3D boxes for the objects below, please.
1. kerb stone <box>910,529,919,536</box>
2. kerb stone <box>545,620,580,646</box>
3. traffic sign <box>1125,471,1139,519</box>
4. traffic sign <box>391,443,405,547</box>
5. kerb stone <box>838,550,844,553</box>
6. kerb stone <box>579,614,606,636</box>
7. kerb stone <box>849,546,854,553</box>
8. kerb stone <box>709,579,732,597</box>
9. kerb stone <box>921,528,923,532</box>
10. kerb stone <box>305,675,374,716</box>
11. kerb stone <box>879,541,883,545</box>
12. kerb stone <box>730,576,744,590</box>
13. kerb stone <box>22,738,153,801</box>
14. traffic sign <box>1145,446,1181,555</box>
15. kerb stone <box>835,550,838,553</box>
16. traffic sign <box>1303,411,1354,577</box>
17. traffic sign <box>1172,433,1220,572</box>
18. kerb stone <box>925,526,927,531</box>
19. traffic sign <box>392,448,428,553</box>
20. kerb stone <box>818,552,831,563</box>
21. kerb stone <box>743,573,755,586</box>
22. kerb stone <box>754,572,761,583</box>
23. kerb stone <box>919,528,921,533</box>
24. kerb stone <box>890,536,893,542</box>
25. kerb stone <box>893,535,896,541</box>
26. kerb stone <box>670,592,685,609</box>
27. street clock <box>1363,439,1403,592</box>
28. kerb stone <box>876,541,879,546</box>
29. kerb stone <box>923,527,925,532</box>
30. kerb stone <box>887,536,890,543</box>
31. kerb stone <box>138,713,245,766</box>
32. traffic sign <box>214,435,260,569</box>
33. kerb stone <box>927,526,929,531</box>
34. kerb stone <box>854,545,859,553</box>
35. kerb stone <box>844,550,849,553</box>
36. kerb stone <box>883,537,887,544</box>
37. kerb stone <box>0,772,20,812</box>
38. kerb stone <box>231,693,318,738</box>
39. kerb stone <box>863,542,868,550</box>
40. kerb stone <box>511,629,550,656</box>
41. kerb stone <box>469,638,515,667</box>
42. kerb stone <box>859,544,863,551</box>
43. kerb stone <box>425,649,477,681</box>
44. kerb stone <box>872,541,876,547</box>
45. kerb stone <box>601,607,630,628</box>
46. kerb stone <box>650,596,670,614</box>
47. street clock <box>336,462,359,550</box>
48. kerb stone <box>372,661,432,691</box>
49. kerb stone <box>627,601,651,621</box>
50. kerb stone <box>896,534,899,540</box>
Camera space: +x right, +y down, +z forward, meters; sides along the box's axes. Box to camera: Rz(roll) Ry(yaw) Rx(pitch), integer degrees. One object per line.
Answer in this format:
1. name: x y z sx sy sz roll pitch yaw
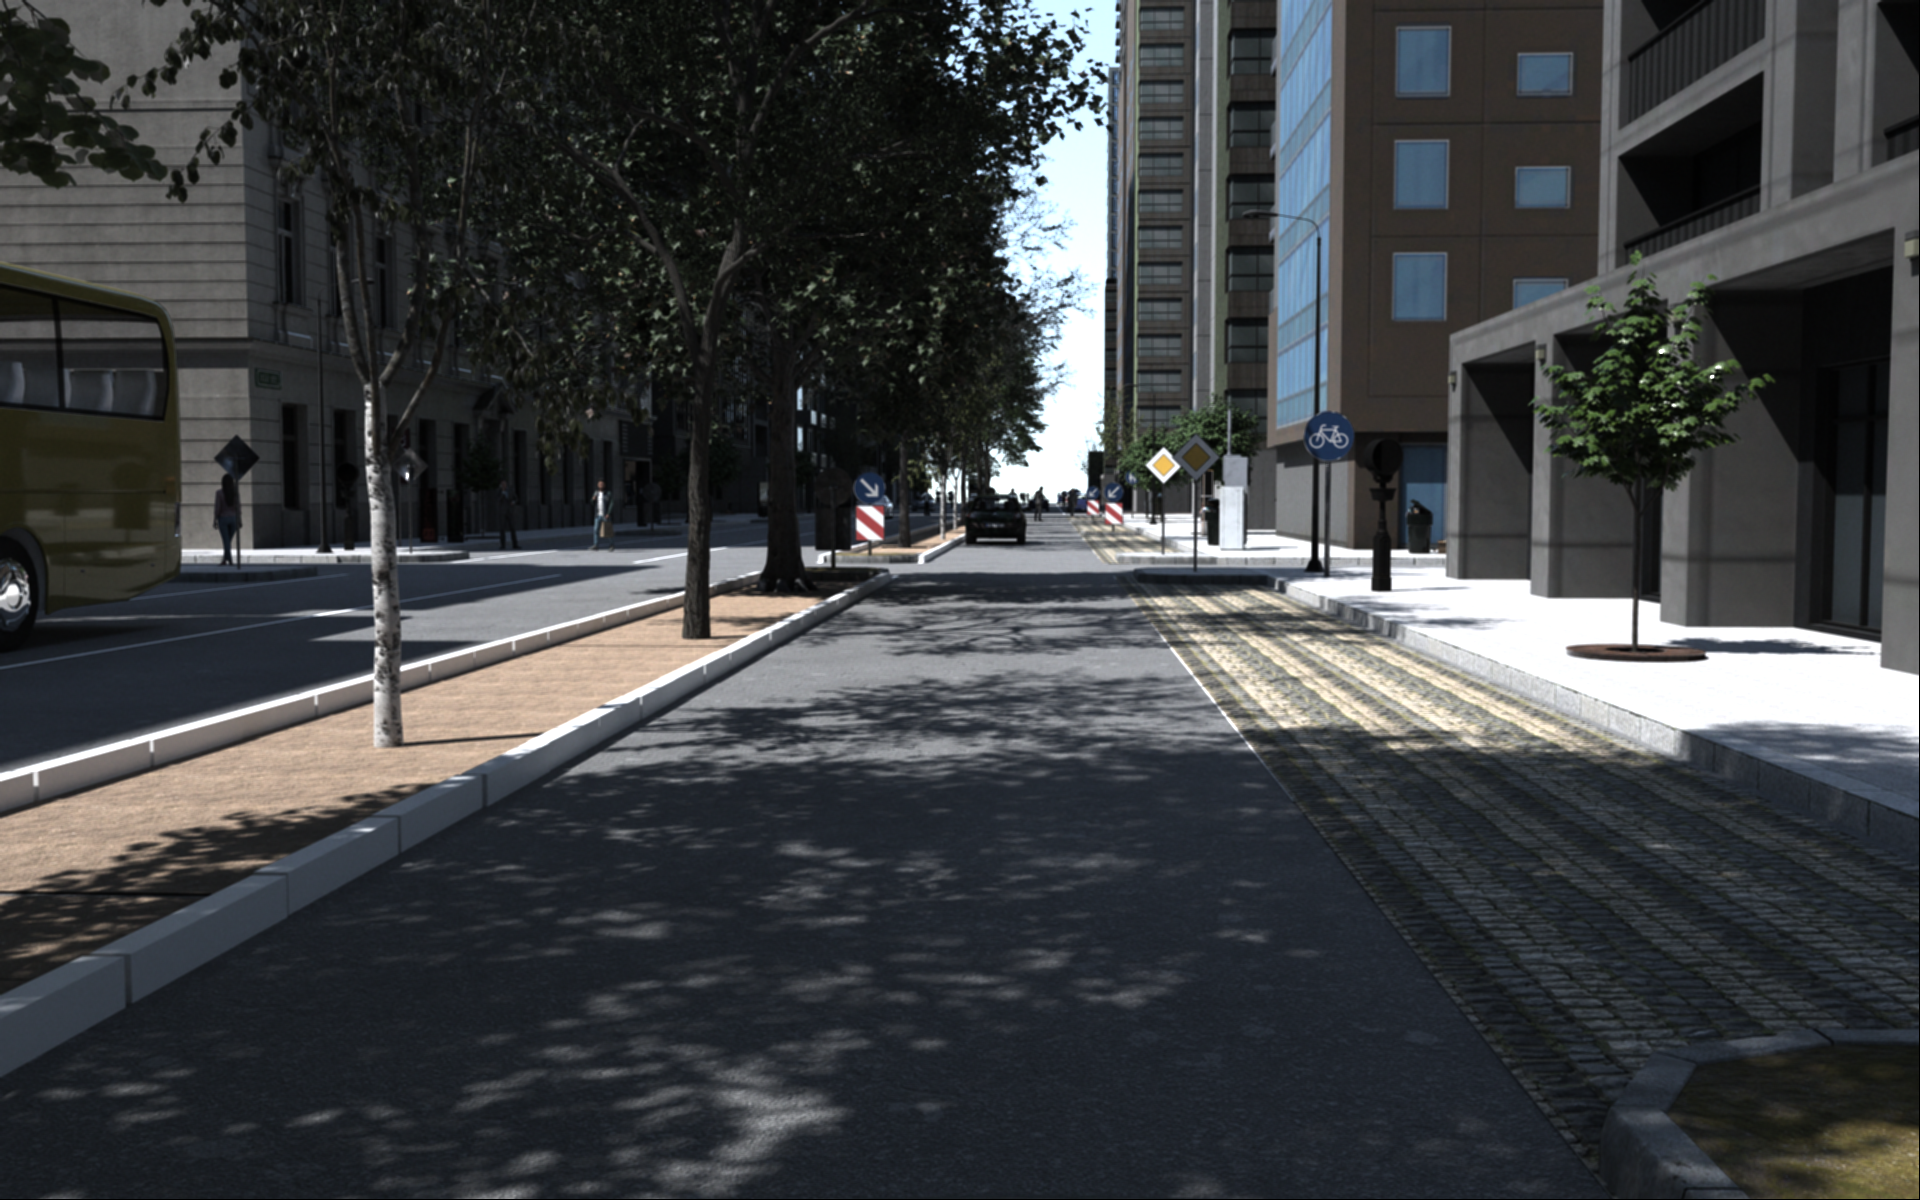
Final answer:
1. kerb stone: -1.631 -2.388 61.304 0.120 0.150 1.000 0 4 3
2. kerb stone: -3.889 0.334 16.736 0.120 0.150 1.000 0 4 3
3. traffic sign: 9.006 -5.522 90.385 0.768 2.556 0.104 1 4 12
4. traffic sign: -13.622 -2.572 42.060 0.884 2.594 0.081 1 4 11
5. kerb stone: -2.773 -1.011 38.780 0.120 0.150 1.000 0 4 3
6. kerb stone: -3.839 0.274 17.758 0.120 0.150 1.000 0 4 3
7. kerb stone: -2.678 -1.139 40.826 0.120 0.150 1.000 0 4 3
8. kerb stone: -3.476 -0.161 24.927 0.120 0.150 1.000 0 4 3
9. kerb stone: -1.536 -2.517 63.351 0.120 0.150 1.000 0 4 3
10. kerb stone: -4.151 0.648 11.599 0.120 0.150 1.000 0 4 3
11. kerb stone: -2.317 -1.579 48.009 0.120 0.150 1.000 0 4 3
12. kerb stone: -3.425 -0.230 25.961 0.120 0.150 1.000 0 4 3
13. kerb stone: -4.304 0.836 8.526 0.120 0.150 1.000 0 4 3
14. traffic sign: 4.294 -2.015 36.582 0.795 2.450 0.064 0 4 3
15. kerb stone: -2.832 -0.951 37.754 0.120 0.150 1.000 0 4 3
16. traffic sign: 5.684 -1.630 26.758 0.768 2.556 0.104 1 4 10
17. traffic sign: 3.891 -1.527 28.608 0.795 2.450 0.064 0 4 3
18. kerb stone: -1.426 -2.639 65.393 0.120 0.150 1.000 0 4 3
19. traffic sign: -11.878 -2.066 37.418 0.795 2.450 0.064 0 4 3
20. kerb stone: -2.881 -0.889 36.734 0.120 0.150 1.000 0 4 3
21. kerb stone: -3.371 -0.293 26.984 0.120 0.150 1.000 0 4 3
22. kerb stone: -3.333 -0.355 28.007 0.120 0.150 1.000 0 4 3
23. kerb stone: -1.587 -2.454 62.325 0.120 0.150 1.000 0 4 3
24. kerb stone: -2.165 -1.767 51.089 0.120 0.150 1.000 0 4 3
25. kerb stone: -2.106 -1.830 52.112 0.120 0.150 1.000 0 4 3
26. kerb stone: -3.635 0.029 21.857 0.120 0.150 1.000 0 4 3
27. street clock: 5.568 -1.117 22.828 0.471 2.002 0.358 -1 4 -18
28. kerb stone: -2.368 -1.515 46.972 0.120 0.150 1.000 0 4 3
29. kerb stone: -1.482 -2.579 64.372 0.120 0.150 1.000 0 4 3
30. kerb stone: -2.201 -1.704 50.059 0.120 0.150 1.000 0 4 3
31. kerb stone: -4.247 0.773 9.552 0.120 0.150 1.000 0 4 3
32. traffic sign: -12.281 -1.578 29.443 0.795 2.450 0.064 0 4 3
33. kerb stone: -1.378 -2.705 66.414 0.120 0.150 1.000 0 4 3
34. kerb stone: -2.626 -1.200 41.850 0.120 0.150 1.000 0 4 3
35. kerb stone: -2.722 -1.073 39.805 0.120 0.150 1.000 0 4 3
36. kerb stone: -2.256 -1.641 49.032 0.120 0.150 1.000 0 4 3
37. kerb stone: -4.361 0.899 7.499 0.120 0.150 1.000 0 4 3
38. kerb stone: -4.209 0.714 10.574 0.120 0.150 1.000 0 4 3
39. kerb stone: -2.511 -1.327 43.897 0.120 0.150 1.000 0 4 3
40. kerb stone: -3.941 0.397 15.702 0.120 0.150 1.000 0 4 3
41. kerb stone: -4.002 0.460 14.667 0.120 0.150 1.000 0 4 3
42. kerb stone: -2.573 -1.265 42.876 0.120 0.150 1.000 0 4 3
43. kerb stone: -4.051 0.523 13.646 0.120 0.150 1.000 0 4 3
44. kerb stone: -2.415 -1.451 45.951 0.120 0.150 1.000 0 4 3
45. kerb stone: -3.788 0.209 18.783 0.120 0.150 1.000 0 4 3
46. kerb stone: -3.688 0.085 20.836 0.120 0.150 1.000 0 4 3
47. street clock: -13.985 -2.143 39.603 0.471 2.002 0.358 0 4 -8
48. kerb stone: -4.107 0.586 12.622 0.120 0.150 1.000 0 4 3
49. kerb stone: -3.734 0.146 19.810 0.120 0.150 1.000 0 4 3
50. kerb stone: -2.048 -1.888 53.132 0.120 0.150 1.000 0 4 3
